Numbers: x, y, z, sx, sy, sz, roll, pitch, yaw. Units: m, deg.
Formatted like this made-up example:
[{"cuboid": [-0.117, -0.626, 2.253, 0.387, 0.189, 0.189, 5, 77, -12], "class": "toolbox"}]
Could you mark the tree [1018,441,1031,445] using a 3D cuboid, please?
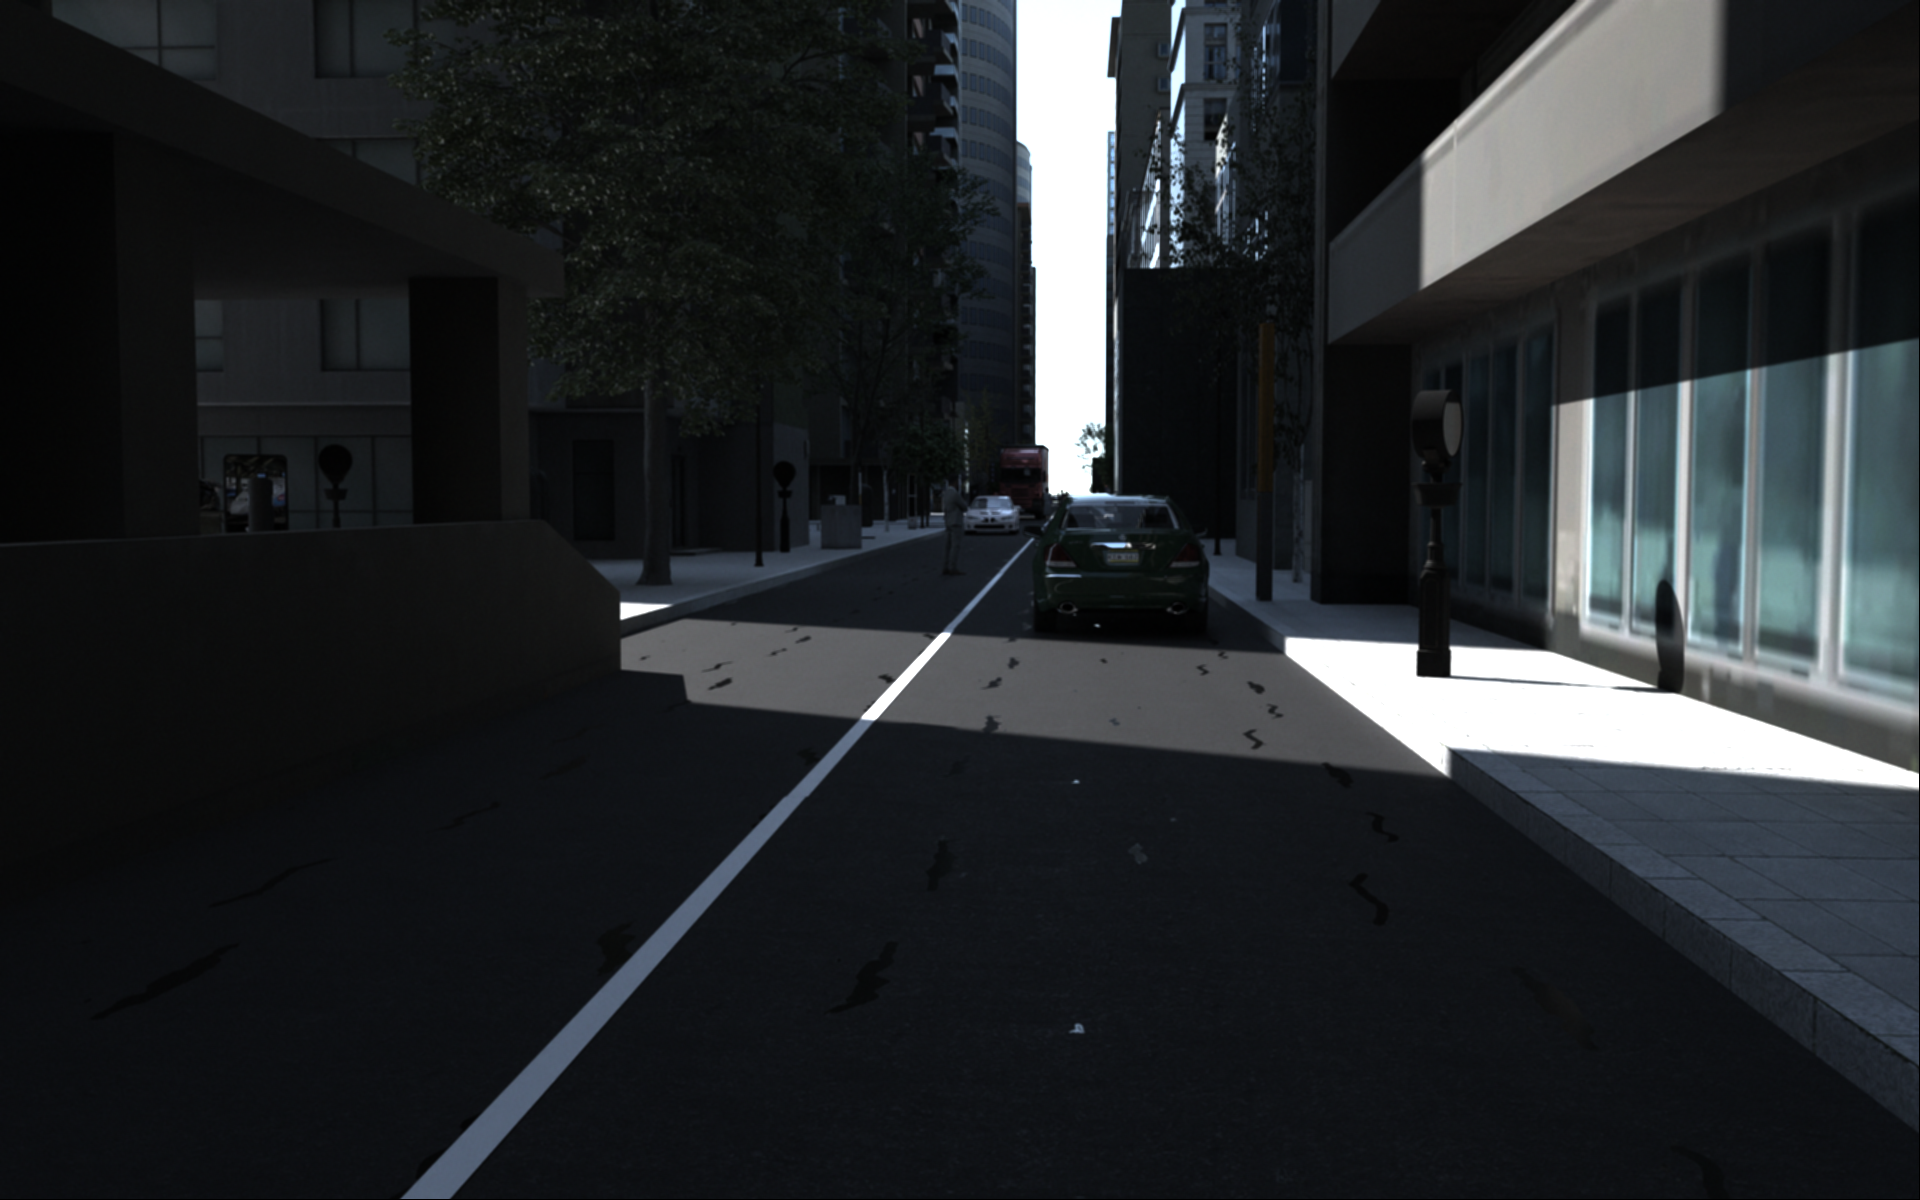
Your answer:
[{"cuboid": [8.271, -17.179, 231.244, 4.737, 8.622, 4.395, 0, 3, 0], "class": "tree"}]

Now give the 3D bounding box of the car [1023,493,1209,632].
[{"cuboid": [1.754, -0.467, 19.433, 2.131, 1.459, 4.920, 0, 4, 4], "class": "car"}]

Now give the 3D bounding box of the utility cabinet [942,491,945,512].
[{"cuboid": [-0.959, -6.740, 118.878, 1.173, 1.500, 0.318, 2, 4, 30], "class": "utility cabinet"}]

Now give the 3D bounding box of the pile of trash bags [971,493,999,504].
[{"cuboid": [2.033, -6.966, 123.649, 1.912, 1.369, 3.447, -1, 4, -21], "class": "pile of trash bags"}]

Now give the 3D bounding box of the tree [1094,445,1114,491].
[{"cuboid": [10.213, -7.790, 111.084, 4.285, 4.588, 4.351, 0, 3, 0], "class": "tree"}]

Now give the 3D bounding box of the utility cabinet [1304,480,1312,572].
[{"cuboid": [6.016, -1.173, 27.858, 0.318, 1.500, 1.173, -2, 4, -25], "class": "utility cabinet"}]

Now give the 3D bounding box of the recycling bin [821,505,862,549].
[{"cuboid": [-2.790, -1.721, 40.694, 0.722, 1.027, 0.722, -3, 4, -39], "class": "recycling bin"}]

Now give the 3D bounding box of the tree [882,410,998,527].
[{"cuboid": [-1.301, -5.115, 67.346, 4.285, 4.588, 4.351, 0, 3, 0], "class": "tree"}]

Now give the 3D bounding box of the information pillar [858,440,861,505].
[{"cuboid": [-3.979, -4.578, 66.197, 0.183, 3.616, 0.504, 3, 5, 40], "class": "information pillar"}]

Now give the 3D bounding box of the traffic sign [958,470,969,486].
[{"cuboid": [-0.019, -4.696, 78.970, 0.795, 2.593, 0.064, 0, 4, 4], "class": "traffic sign"}]

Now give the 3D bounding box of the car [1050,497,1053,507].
[{"cuboid": [9.669, -11.548, 198.403, 1.945, 1.707, 3.694, 0, 4, 3], "class": "car"}]

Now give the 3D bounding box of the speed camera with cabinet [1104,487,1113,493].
[{"cuboid": [11.300, -8.408, 131.805, 0.660, 3.252, 2.038, 0, 4, 5], "class": "speed camera with cabinet"}]

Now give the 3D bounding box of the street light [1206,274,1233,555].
[{"cuboid": [5.415, -3.882, 36.263, 0.468, 5.910, 1.993, 0, 4, 4], "class": "street light"}]

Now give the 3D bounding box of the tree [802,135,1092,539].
[{"cuboid": [-2.875, -7.587, 49.806, 9.928, 11.665, 9.643, 0, 3, 0], "class": "tree"}]

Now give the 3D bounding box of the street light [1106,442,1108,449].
[{"cuboid": [13.525, -11.481, 160.506, 0.468, 5.910, 1.993, 0, 4, 4], "class": "street light"}]

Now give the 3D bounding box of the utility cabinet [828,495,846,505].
[{"cuboid": [-5.639, -4.186, 79.597, 0.306, 1.237, 1.020, 2, 4, 28], "class": "utility cabinet"}]

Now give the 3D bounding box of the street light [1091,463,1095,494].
[{"cuboid": [17.951, -15.690, 229.317, 0.468, 5.910, 1.993, 0, 4, 4], "class": "street light"}]

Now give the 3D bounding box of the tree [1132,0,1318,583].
[{"cuboid": [4.671, -4.561, 24.943, 4.360, 8.622, 3.978, 0, 3, 0], "class": "tree"}]

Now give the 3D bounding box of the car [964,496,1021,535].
[{"cuboid": [1.173, -3.056, 62.334, 2.083, 1.381, 4.827, 0, 4, 4], "class": "car"}]

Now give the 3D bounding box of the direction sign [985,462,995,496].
[{"cuboid": [2.083, -7.873, 120.728, 0.876, 3.537, 0.379, 3, 5, 44], "class": "direction sign"}]

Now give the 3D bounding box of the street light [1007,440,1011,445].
[{"cuboid": [4.561, -11.183, 155.625, 0.468, 5.910, 1.993, 0, 4, 4], "class": "street light"}]

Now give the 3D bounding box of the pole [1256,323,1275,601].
[{"cuboid": [3.663, -1.647, 20.766, 0.158, 3.312, 0.155, 0, 3, 0], "class": "pole"}]

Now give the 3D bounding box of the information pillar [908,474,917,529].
[{"cuboid": [-1.735, -3.586, 63.126, 0.304, 2.012, 0.304, 0, 4, 5], "class": "information pillar"}]

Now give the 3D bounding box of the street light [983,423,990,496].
[{"cuboid": [1.744, -8.580, 113.064, 0.468, 5.910, 1.993, 0, 4, 4], "class": "street light"}]

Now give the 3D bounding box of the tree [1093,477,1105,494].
[{"cuboid": [13.298, -9.937, 157.065, 1.663, 3.219, 1.824, 0, 3, 0], "class": "tree"}]

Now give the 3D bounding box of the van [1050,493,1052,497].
[{"cuboid": [5.786, -7.731, 130.793, 2.240, 2.365, 5.245, 0, 4, 2], "class": "van"}]

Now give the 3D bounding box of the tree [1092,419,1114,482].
[{"cuboid": [19.120, -18.997, 236.347, 9.928, 11.665, 9.643, 0, 3, 0], "class": "tree"}]

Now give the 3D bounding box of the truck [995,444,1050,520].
[{"cuboid": [3.737, -6.808, 100.223, 2.839, 4.237, 11.283, 0, 4, 5], "class": "truck"}]

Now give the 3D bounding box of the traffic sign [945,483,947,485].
[{"cuboid": [-0.543, -4.209, 71.002, 0.795, 2.593, 0.064, 0, 4, 4], "class": "traffic sign"}]

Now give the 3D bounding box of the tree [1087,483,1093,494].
[{"cuboid": [20.368, -16.636, 266.606, 1.663, 3.219, 1.824, 0, 3, 0], "class": "tree"}]

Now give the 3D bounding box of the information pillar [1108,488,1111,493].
[{"cuboid": [10.583, -8.043, 122.853, 0.183, 3.616, 0.504, -1, 4, -10], "class": "information pillar"}]

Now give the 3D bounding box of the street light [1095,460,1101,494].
[{"cuboid": [15.757, -13.603, 195.198, 0.468, 5.910, 1.993, 0, 4, 4], "class": "street light"}]

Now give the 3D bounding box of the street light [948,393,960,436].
[{"cuboid": [-0.286, -6.506, 79.164, 0.468, 5.910, 1.993, 0, 4, 4], "class": "street light"}]

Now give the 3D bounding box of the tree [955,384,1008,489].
[{"cuboid": [1.183, -10.154, 116.381, 4.737, 8.622, 4.395, 0, 3, 0], "class": "tree"}]

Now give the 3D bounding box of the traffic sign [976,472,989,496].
[{"cuboid": [1.292, -6.142, 100.533, 0.768, 2.556, 0.104, 0, 4, 4], "class": "traffic sign"}]

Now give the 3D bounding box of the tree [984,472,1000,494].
[{"cuboid": [2.533, -8.206, 128.775, 1.663, 3.219, 1.824, 0, 3, 0], "class": "tree"}]

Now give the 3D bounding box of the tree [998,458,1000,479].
[{"cuboid": [3.459, -9.527, 139.482, 4.285, 4.588, 4.351, 0, 3, 0], "class": "tree"}]

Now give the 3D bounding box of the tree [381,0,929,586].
[{"cuboid": [-4.348, -6.510, 24.574, 7.486, 12.596, 7.792, 0, 3, 0], "class": "tree"}]

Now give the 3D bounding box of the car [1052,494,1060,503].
[{"cuboid": [16.076, -16.889, 287.938, 2.131, 1.459, 4.920, 0, 4, 4], "class": "car"}]

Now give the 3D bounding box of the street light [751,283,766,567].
[{"cuboid": [-3.563, -3.532, 30.529, 0.468, 5.910, 1.993, 0, 4, 4], "class": "street light"}]

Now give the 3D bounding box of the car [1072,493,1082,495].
[{"cuboid": [10.460, -8.719, 151.599, 2.155, 1.783, 4.494, 0, 4, 5], "class": "car"}]

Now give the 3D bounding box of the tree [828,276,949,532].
[{"cuboid": [-2.449, -6.590, 58.105, 4.360, 8.622, 3.978, 0, 3, 0], "class": "tree"}]

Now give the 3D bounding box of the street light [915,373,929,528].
[{"cuboid": [-1.409, -5.615, 64.589, 0.468, 5.910, 1.993, 0, 4, 4], "class": "street light"}]
